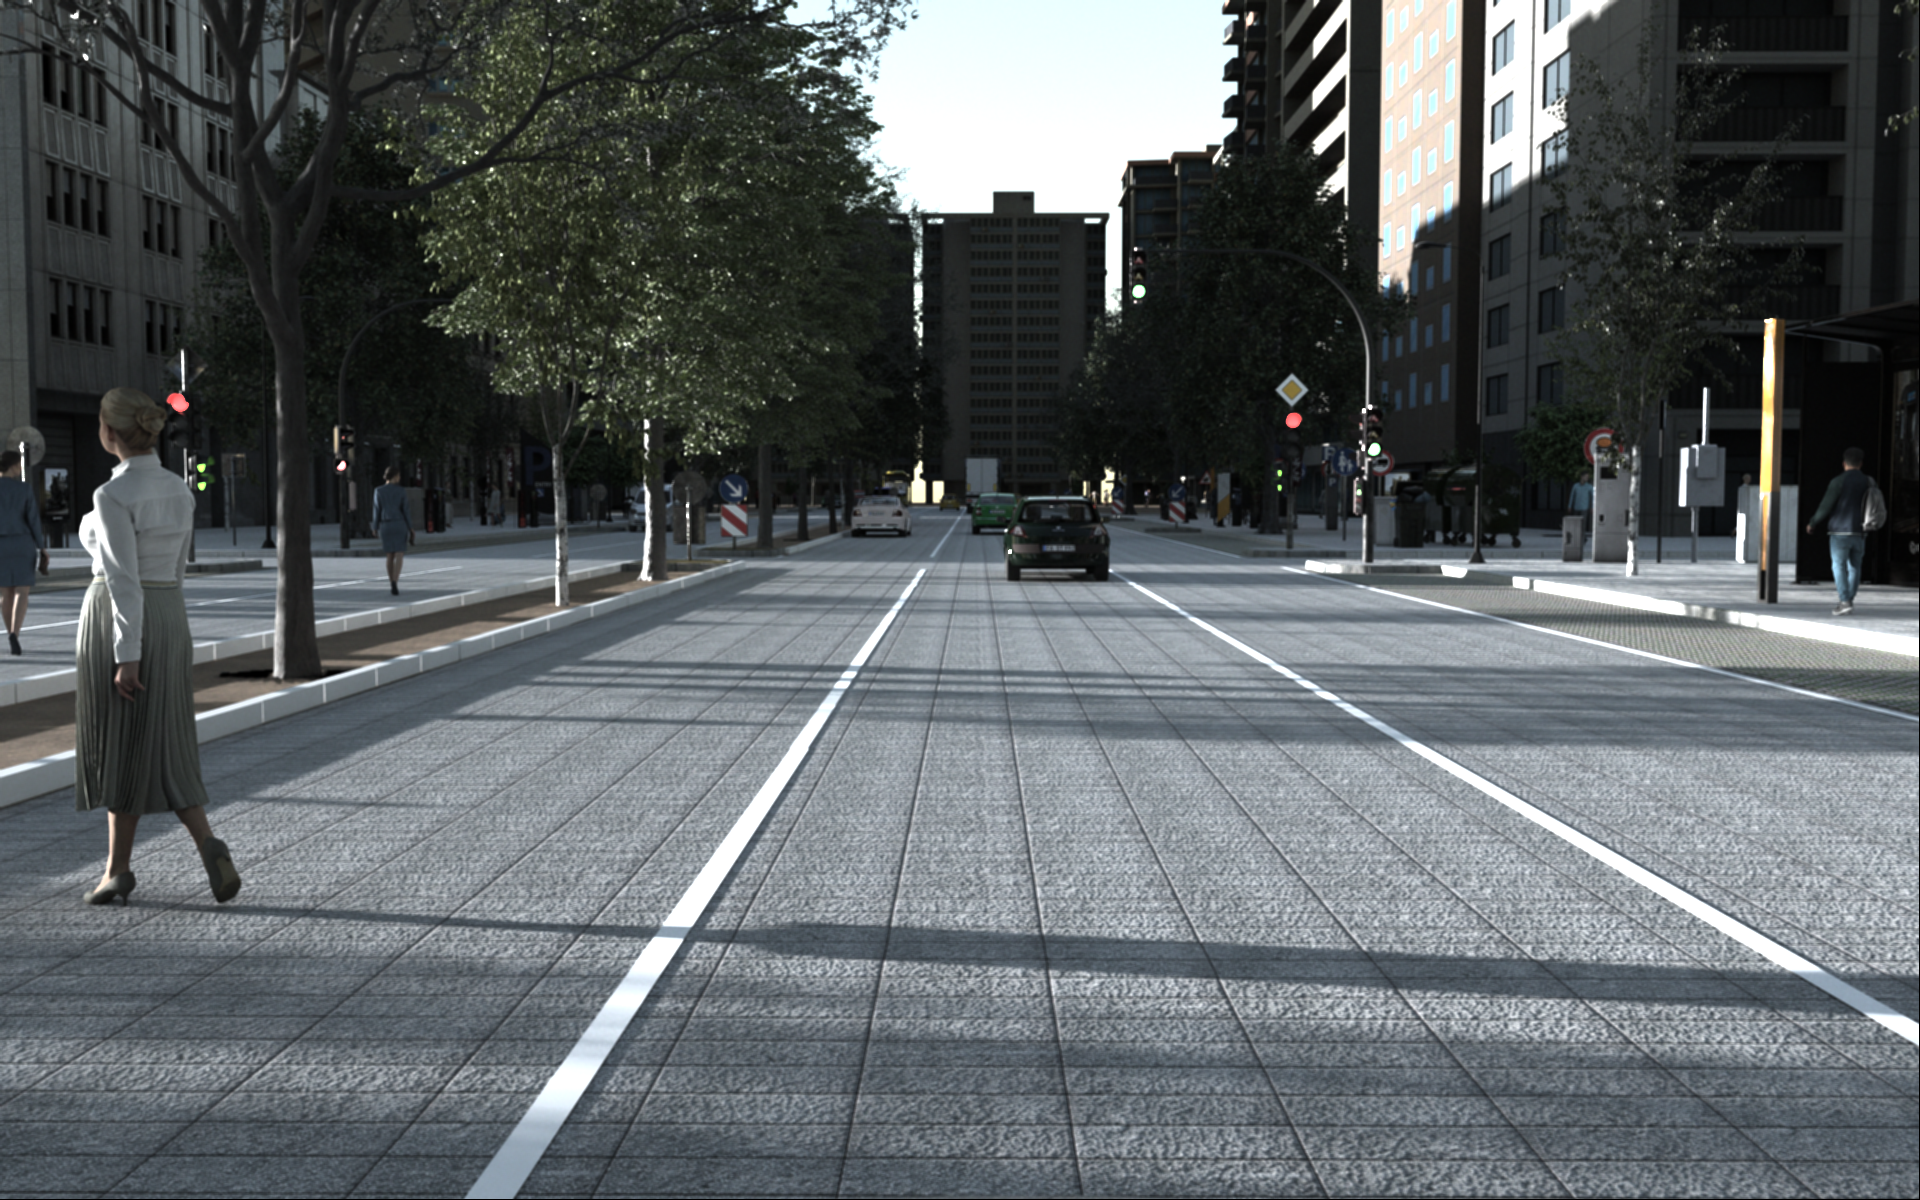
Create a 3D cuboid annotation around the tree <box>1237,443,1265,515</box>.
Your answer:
[{"bbox_3d":[18.869,-7.613,108.185,4.285,4.588,4.351,0,3,0],"label":"tree"}]

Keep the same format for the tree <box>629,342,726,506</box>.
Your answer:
[{"bbox_3d":[-16.616,-11.797,109.890,9.611,12.733,9.660,0,3,0],"label":"tree"}]

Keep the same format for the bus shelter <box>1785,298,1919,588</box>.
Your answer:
[{"bbox_3d":[12.348,-1.847,21.483,1.731,3.624,6.357,0,4,0],"label":"bus shelter"}]

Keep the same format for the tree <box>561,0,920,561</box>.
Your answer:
[{"bbox_3d":[-4.889,-7.461,42.568,7.486,12.596,7.792,0,3,0],"label":"tree"}]

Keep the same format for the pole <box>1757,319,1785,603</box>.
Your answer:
[{"bbox_3d":[9.508,-1.618,20.303,0.158,3.312,0.155,0,3,0],"label":"pole"}]

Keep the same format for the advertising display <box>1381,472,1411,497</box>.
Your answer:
[{"bbox_3d":[12.618,-2.748,50.148,0.974,1.923,0.123,-2,4,-25],"label":"advertising display"}]

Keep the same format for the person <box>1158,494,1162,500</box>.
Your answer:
[{"bbox_3d":[20.419,-10.245,174.261,1.217,1.735,0.721,-1,4,-11],"label":"person"}]

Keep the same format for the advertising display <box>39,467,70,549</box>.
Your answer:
[{"bbox_3d":[-21.440,-2.191,41.043,0.123,1.923,0.974,0,4,5],"label":"advertising display"}]

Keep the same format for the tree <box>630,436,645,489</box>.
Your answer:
[{"bbox_3d":[-16.826,-6.346,87.469,4.285,4.588,4.351,0,3,0],"label":"tree"}]

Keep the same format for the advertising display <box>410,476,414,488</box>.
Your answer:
[{"bbox_3d":[-19.574,-3.466,61.884,0.123,1.923,0.974,-1,4,-16],"label":"advertising display"}]

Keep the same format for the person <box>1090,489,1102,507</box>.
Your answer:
[{"bbox_3d":[13.368,-10.097,171.127,1.348,1.824,0.705,2,4,35],"label":"person"}]

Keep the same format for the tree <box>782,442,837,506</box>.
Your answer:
[{"bbox_3d":[-15.741,-16.020,187.688,9.928,11.665,9.643,0,3,0],"label":"tree"}]

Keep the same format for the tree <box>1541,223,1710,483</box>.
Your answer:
[{"bbox_3d":[18.297,-5.915,47.078,4.737,8.622,4.395,0,3,0],"label":"tree"}]

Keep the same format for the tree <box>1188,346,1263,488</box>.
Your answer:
[{"bbox_3d":[10.703,-7.324,70.109,4.737,8.622,4.395,0,3,0],"label":"tree"}]

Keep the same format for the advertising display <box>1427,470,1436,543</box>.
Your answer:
[{"bbox_3d":[12.586,-2.505,46.168,0.123,1.923,0.974,0,4,6],"label":"advertising display"}]

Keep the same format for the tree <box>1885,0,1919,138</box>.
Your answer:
[{"bbox_3d":[9.971,-3.960,15.106,4.360,8.622,3.978,0,3,0],"label":"tree"}]

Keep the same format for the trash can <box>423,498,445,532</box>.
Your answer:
[{"bbox_3d":[-18.019,-2.913,59.278,0.748,1.137,0.748,0,3,0],"label":"trash can"}]

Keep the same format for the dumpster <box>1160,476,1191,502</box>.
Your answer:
[{"bbox_3d":[11.911,-5.695,95.602,1.502,2.255,1.985,0,4,0],"label":"dumpster"}]

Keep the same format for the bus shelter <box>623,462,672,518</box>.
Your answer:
[{"bbox_3d":[-17.579,-6.295,96.840,2.014,3.302,5.546,0,4,0],"label":"bus shelter"}]

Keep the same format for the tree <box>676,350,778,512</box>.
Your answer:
[{"bbox_3d":[-16.946,-13.240,123.123,9.857,13.997,8.962,0,3,0],"label":"tree"}]

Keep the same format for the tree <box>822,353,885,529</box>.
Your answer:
[{"bbox_3d":[-4.709,-7.153,69.778,4.737,8.622,4.395,0,3,0],"label":"tree"}]

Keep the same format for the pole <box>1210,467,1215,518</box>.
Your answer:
[{"bbox_3d":[13.295,-5.956,91.227,0.158,3.312,0.155,0,3,0],"label":"pole"}]

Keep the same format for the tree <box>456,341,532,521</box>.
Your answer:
[{"bbox_3d":[-22.813,-8.025,81.579,4.360,8.622,3.978,0,3,0],"label":"tree"}]

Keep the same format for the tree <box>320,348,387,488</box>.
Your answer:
[{"bbox_3d":[-23.676,-7.110,66.603,4.360,8.622,3.978,0,3,0],"label":"tree"}]

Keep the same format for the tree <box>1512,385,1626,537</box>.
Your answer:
[{"bbox_3d":[18.452,-4.208,52.517,4.285,4.588,4.351,0,3,0],"label":"tree"}]

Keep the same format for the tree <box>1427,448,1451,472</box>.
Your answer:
[{"bbox_3d":[17.893,-4.153,62.509,1.663,3.219,1.824,0,3,0],"label":"tree"}]

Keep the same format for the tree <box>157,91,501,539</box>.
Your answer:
[{"bbox_3d":[-17.273,-8.098,49.406,9.611,12.733,9.660,0,3,0],"label":"tree"}]

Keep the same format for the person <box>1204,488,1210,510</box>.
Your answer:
[{"bbox_3d":[20.122,-8.124,139.406,0.750,1.759,0.617,-2,4,-29],"label":"person"}]

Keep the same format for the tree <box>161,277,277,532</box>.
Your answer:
[{"bbox_3d":[-24.625,-6.616,58.527,4.737,8.622,4.395,0,3,0],"label":"tree"}]

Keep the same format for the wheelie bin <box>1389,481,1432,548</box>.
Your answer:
[{"bbox_3d":[10.821,-2.056,41.521,0.980,1.594,0.693,0,4,-2],"label":"wheelie bin"}]

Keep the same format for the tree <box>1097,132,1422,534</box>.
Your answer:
[{"bbox_3d":[9.939,-8.467,55.447,9.611,12.733,9.660,0,3,0],"label":"tree"}]

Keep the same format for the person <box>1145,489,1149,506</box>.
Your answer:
[{"bbox_3d":[19.761,-10.754,181.745,0.599,1.838,0.709,0,4,-4],"label":"person"}]

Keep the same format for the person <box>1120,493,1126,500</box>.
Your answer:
[{"bbox_3d":[15.688,-9.888,167.790,1.350,1.814,0.705,-2,4,-29],"label":"person"}]

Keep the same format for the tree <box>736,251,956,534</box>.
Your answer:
[{"bbox_3d":[-4.532,-7.676,62.373,8.767,10.594,7.601,0,4,1],"label":"tree"}]

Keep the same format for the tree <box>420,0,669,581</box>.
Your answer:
[{"bbox_3d":[-5.157,-6.615,28.744,7.486,12.596,7.792,0,3,0],"label":"tree"}]

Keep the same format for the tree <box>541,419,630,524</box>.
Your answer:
[{"bbox_3d":[-16.442,-5.503,73.685,4.285,4.588,4.351,0,3,0],"label":"tree"}]

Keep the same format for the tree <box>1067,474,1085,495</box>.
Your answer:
[{"bbox_3d":[10.958,-10.315,163.254,1.663,3.219,1.824,0,3,0],"label":"tree"}]

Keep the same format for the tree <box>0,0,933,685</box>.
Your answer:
[{"bbox_3d":[-5.141,-6.124,12.960,12.009,13.543,11.850,0,3,0],"label":"tree"}]

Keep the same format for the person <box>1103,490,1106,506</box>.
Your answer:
[{"bbox_3d":[16.054,-11.256,190.873,0.721,1.735,1.217,0,4,7],"label":"person"}]

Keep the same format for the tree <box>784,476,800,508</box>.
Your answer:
[{"bbox_3d":[-16.299,-10.428,165.099,1.663,3.219,1.824,0,3,0],"label":"tree"}]

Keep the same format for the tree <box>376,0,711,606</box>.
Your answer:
[{"bbox_3d":[-5.042,-4.209,21.643,4.737,8.622,4.395,0,3,0],"label":"tree"}]

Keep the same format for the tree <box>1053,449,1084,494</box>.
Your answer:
[{"bbox_3d":[12.137,-14.371,185.322,4.737,8.622,4.395,0,3,0],"label":"tree"}]

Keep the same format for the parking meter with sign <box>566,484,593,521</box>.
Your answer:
[{"bbox_3d":[-18.124,-5.279,82.580,1.738,3.016,0.543,2,4,35],"label":"parking meter with sign"}]

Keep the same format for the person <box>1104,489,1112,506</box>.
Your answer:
[{"bbox_3d":[15.610,-10.856,183.537,0.705,1.824,1.348,-2,4,-27],"label":"person"}]

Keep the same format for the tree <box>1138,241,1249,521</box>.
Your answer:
[{"bbox_3d":[10.506,-10.614,83.913,12.009,13.543,11.850,0,3,0],"label":"tree"}]

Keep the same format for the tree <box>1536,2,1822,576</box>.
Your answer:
[{"bbox_3d":[10.815,-4.690,27.044,4.360,8.622,3.978,0,3,0],"label":"tree"}]

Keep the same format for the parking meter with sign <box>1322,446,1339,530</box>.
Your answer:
[{"bbox_3d":[13.282,-4.021,62.003,0.543,3.016,1.738,0,4,8],"label":"parking meter with sign"}]

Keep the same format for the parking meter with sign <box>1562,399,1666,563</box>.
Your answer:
[{"bbox_3d":[12.237,-2.212,32.435,1.738,3.016,0.543,2,4,25],"label":"parking meter with sign"}]

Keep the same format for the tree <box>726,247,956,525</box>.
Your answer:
[{"bbox_3d":[-5.033,-9.745,78.802,9.611,12.733,9.660,0,3,0],"label":"tree"}]

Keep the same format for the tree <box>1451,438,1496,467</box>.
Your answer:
[{"bbox_3d":[18.011,-3.991,59.848,1.663,3.219,1.824,0,3,0],"label":"tree"}]

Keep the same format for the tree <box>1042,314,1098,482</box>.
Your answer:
[{"bbox_3d":[10.295,-11.562,106.044,9.611,12.733,9.660,0,3,0],"label":"tree"}]
